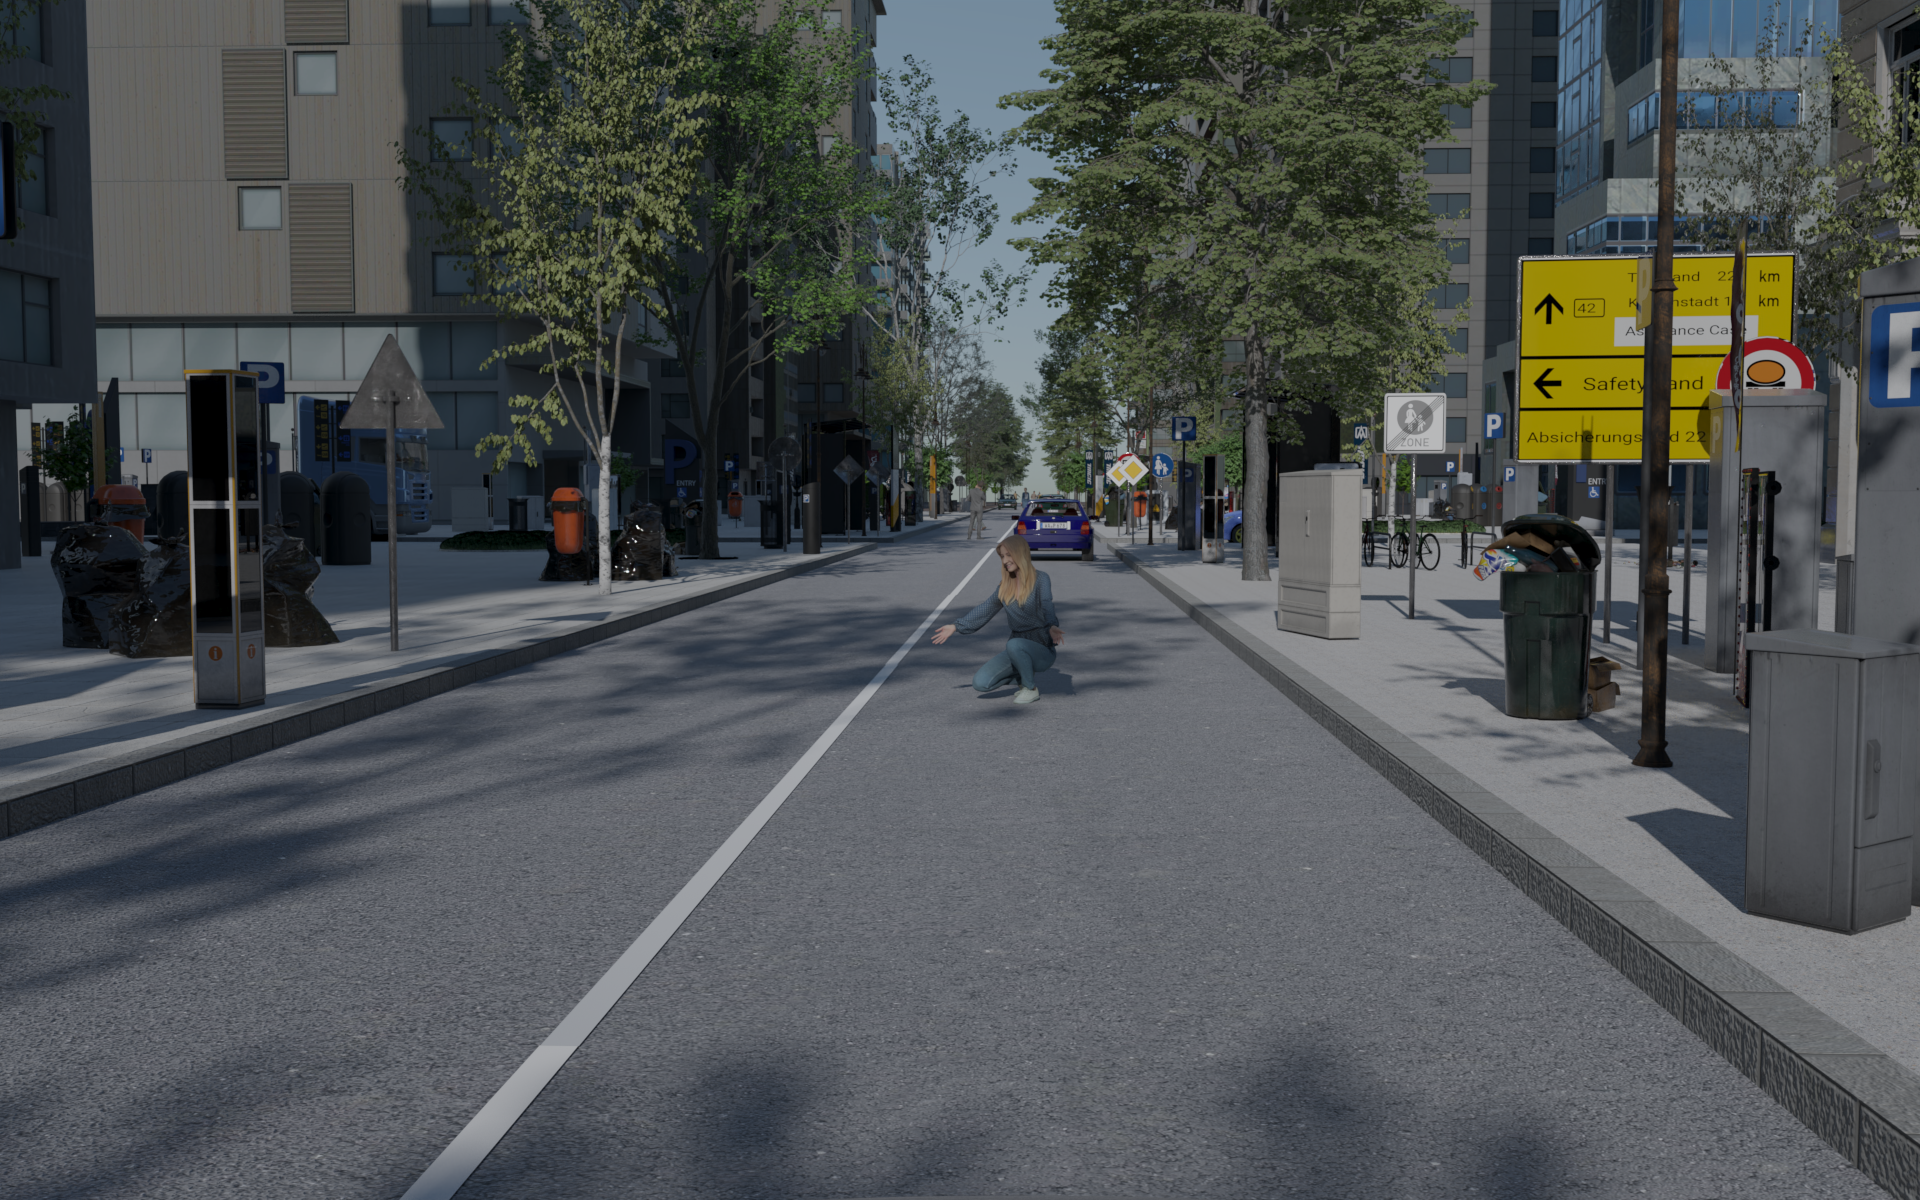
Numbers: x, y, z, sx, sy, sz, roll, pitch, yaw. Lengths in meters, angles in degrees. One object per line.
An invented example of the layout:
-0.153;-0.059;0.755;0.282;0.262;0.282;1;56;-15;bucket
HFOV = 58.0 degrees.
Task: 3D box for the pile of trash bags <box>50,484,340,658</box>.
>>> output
-6.938;-0.332;15.187;1.912;1.369;3.447;-3;5;-43;pile of trash bags

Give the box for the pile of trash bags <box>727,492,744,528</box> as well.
-9.791;-3.358;64.662;3.447;1.369;1.912;0;4;-2;pile of trash bags

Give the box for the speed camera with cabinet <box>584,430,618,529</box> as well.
-11.065;-3.607;53.313;0.660;3.252;2.038;-2;4;-25;speed camera with cabinet

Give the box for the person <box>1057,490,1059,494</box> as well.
6.772;-6.732;119.567;0.512;1.701;0.522;2;4;24;person

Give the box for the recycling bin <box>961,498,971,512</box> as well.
0.528;-6.683;121.825;0.722;1.027;0.722;3;5;40;recycling bin

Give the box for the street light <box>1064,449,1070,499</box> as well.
10.521;-11.867;166.816;0.468;5.910;1.993;0;4;3;street light

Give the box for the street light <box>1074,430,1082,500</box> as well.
8.908;-9.712;131.584;0.468;5.910;1.993;0;4;3;street light

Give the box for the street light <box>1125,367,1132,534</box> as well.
5.373;-5.046;55.296;0.468;5.910;1.993;0;4;3;street light

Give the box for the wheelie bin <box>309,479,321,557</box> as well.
-13.361;-1.691;35.549;0.693;1.594;0.980;-3;4;-38;wheelie bin

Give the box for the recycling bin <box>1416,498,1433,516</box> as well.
26.783;-5.348;100.000;0.722;1.027;0.722;-2;4;-31;recycling bin

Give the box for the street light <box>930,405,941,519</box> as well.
-1.214;-7.028;87.694;0.468;5.910;1.993;0;4;3;street light

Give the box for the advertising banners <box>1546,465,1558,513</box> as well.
17.581;-3.377;51.400;0.090;3.025;2.074;2;4;27;advertising banners

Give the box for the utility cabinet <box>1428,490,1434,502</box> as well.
28.332;-5.779;103.163;0.318;1.500;1.173;-1;4;-16;utility cabinet

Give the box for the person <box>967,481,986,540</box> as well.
0.520;-2.836;54.678;0.655;1.846;0.447;1;4;21;person

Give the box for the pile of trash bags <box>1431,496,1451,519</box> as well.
25.237;-4.788;88.032;1.912;1.369;3.447;0;4;0;pile of trash bags

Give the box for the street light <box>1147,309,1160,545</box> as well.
4.778;-4.310;43.254;0.468;5.910;1.993;0;4;3;street light

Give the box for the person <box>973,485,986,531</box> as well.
0.674;-3.627;67.902;0.767;1.812;0.694;0;4;-6;person

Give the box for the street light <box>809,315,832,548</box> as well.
-3.378;-4.196;41.394;0.468;5.910;1.993;0;4;3;street light

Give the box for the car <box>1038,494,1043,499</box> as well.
7.906;-9.143;159.716;2.015;1.641;3.980;0;4;3;car

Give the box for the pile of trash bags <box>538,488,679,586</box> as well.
-5.370;-0.977;25.719;1.912;1.369;3.447;0;4;4;pile of trash bags

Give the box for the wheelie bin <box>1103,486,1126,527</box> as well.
6.080;-3.664;67.818;0.693;1.594;0.980;3;5;40;wheelie bin

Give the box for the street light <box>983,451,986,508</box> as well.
2.294;-11.712;164.271;0.468;5.910;1.993;0;4;3;street light

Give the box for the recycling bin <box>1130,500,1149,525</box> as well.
7.434;-3.629;71.896;0.722;1.027;0.722;1;4;13;recycling bin

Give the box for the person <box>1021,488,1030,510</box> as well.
3.907;-5.789;103.175;0.581;1.822;0.654;0;4;3;person

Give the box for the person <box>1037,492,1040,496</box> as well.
13.053;-16.897;284.900;1.348;1.807;0.705;2;4;34;person

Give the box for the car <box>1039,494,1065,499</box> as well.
4.815;-4.954;90.780;2.009;1.686;4.222;0;4;2;car

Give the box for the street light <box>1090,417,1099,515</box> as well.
7.011;-7.201;90.526;0.468;5.910;1.993;0;4;3;street light

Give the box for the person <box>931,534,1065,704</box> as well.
0.413;0.128;11.913;0.738;1.151;1.012;-3;5;-44;person

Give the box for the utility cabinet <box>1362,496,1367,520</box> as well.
13.489;-2.971;59.744;1.020;1.237;0.306;0;4;-8;utility cabinet

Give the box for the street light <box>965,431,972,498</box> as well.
0.675;-9.551;128.939;0.468;5.910;1.993;0;4;3;street light

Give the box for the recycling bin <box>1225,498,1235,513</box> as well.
17.420;-6.112;112.487;0.722;1.027;0.722;3;5;39;recycling bin

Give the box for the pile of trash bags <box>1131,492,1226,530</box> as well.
7.817;-3.190;61.915;3.447;1.369;1.912;0;4;-3;pile of trash bags

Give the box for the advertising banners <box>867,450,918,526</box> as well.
-2.707;-4.479;69.414;2.074;3.025;0.090;-1;4;-12;advertising banners

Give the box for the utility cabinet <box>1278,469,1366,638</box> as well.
3.240;-0.430;15.702;0.318;1.500;1.173;-1;4;-12;utility cabinet

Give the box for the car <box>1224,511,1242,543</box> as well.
8.881;-2.356;48.118;3.694;1.707;1.945;0;4;2;car

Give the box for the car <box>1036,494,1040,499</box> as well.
12.633;-15.749;267.289;2.009;1.686;4.222;0;4;3;car

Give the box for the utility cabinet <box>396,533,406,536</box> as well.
-17.350;-2.692;52.687;1.173;1.500;0.318;2;4;35;utility cabinet

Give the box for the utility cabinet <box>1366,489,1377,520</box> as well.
18.515;-4.330;79.472;1.173;1.500;0.318;1;4;8;utility cabinet

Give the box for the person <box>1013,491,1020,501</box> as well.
7.006;-12.856;218.787;1.348;1.812;0.705;1;4;19;person

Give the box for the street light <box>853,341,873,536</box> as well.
-2.916;-4.873;52.466;0.468;5.910;1.993;0;4;3;street light

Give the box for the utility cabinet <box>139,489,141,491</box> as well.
-32.861;-3.720;69.501;0.318;1.500;1.173;1;4;22;utility cabinet

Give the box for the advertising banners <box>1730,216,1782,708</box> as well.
4.783;-0.873;10.468;0.090;3.025;2.074;1;4;18;advertising banners

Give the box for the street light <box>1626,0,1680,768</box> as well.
3.277;-2.155;8.017;0.468;5.910;1.993;0;4;3;street light

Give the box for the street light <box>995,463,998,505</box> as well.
4.669;-14.656;212.407;0.468;5.910;1.993;0;4;3;street light

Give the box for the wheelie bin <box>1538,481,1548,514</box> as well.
13.478;-2.026;41.035;0.693;1.594;0.980;-2;4;-35;wheelie bin

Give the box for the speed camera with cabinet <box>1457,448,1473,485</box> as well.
21.321;-4.811;72.994;0.660;3.252;2.038;1;4;15;speed camera with cabinet

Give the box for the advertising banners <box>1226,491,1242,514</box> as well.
15.158;-6.145;96.652;0.090;3.025;2.074;-1;4;-22;advertising banners

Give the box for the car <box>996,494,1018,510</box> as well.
4.297;-8.990;156.777;2.009;1.686;4.222;0;4;2;car

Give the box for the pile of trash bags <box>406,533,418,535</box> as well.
-18.829;-2.728;54.350;3.447;1.369;1.912;-1;4;-18;pile of trash bags

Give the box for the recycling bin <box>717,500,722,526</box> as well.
-10.021;-3.489;69.606;0.722;1.027;0.722;-1;4;-23;recycling bin

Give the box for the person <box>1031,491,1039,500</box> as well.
7.679;-10.330;177.929;0.617;1.759;0.750;2;4;34;person

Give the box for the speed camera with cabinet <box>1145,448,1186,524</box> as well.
9.022;-4.920;74.771;2.038;3.252;0.660;0;4;4;speed camera with cabinet

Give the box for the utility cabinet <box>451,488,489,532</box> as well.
-16.541;-3.046;58.480;1.173;1.500;0.318;0;4;8;utility cabinet

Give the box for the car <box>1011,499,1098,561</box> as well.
2.088;-1.570;38.246;1.945;1.354;3.894;0;4;4;car
